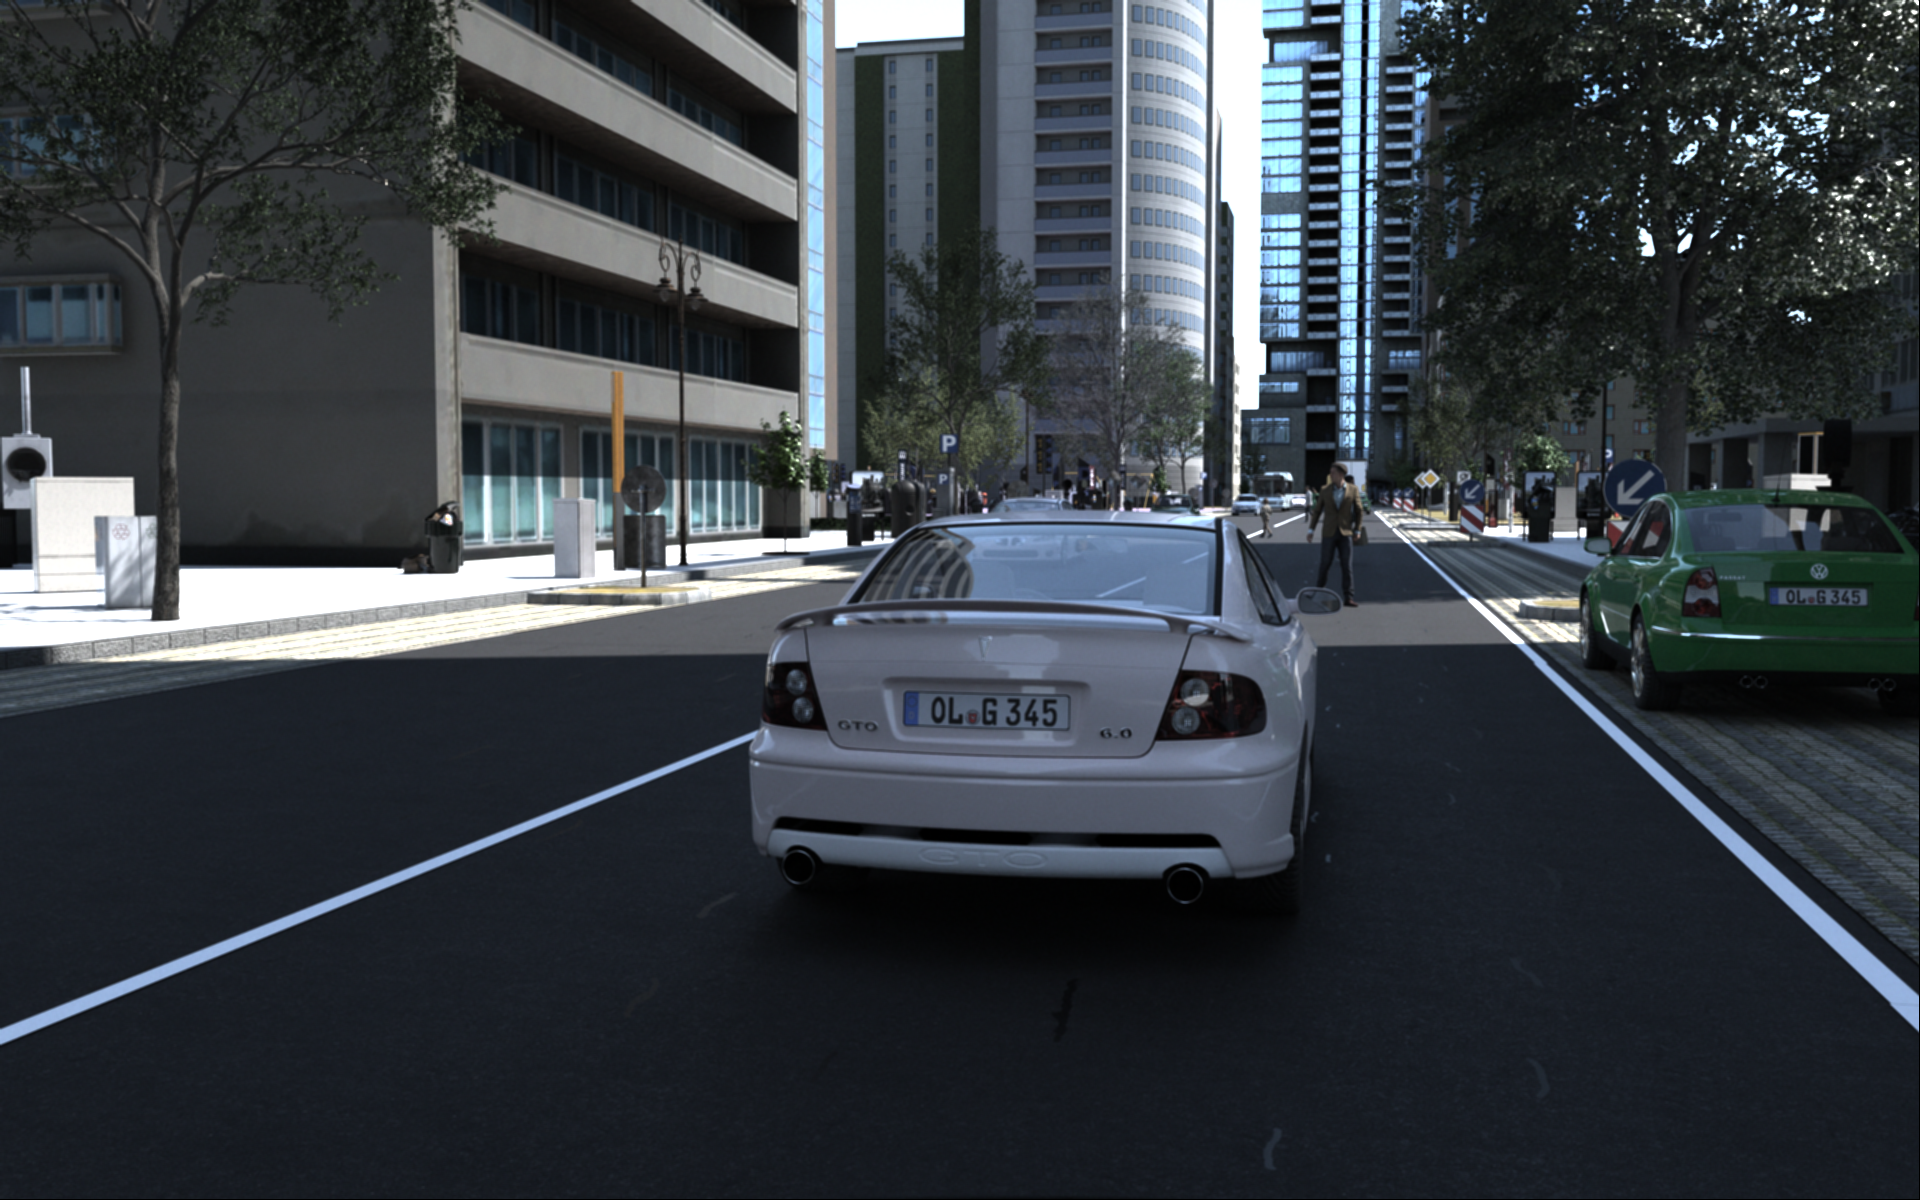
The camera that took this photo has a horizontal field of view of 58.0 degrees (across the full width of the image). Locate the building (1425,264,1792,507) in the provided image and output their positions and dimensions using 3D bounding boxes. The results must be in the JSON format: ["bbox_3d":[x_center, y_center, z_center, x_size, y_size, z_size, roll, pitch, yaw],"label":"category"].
[{"bbox_3d":[58.063,-19.266,160.039,27.650,21.520,28.899,1,4,13],"label":"building"}]

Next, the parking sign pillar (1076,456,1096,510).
[{"bbox_3d":[9.049,-8.276,123.789,1.447,3.967,1.447,1,4,17],"label":"parking sign pillar"}]

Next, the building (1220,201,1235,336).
[{"bbox_3d":[31.274,-34.335,244.968,14.086,41.232,14.154,1,4,13],"label":"building"}]

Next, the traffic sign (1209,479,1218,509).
[{"bbox_3d":[21.574,-9.017,147.537,0.768,2.556,0.104,1,4,13],"label":"traffic sign"}]

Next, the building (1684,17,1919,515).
[{"bbox_3d":[35.219,-21.294,40.035,32.217,40.220,23.993,1,4,13],"label":"building"}]

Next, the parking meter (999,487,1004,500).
[{"bbox_3d":[3.371,-8.157,139.085,0.255,1.863,0.399,-3,5,-39],"label":"parking meter"}]

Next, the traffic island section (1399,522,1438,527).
[{"bbox_3d":[20.435,-3.317,76.512,2.009,0.180,2.903,1,4,13],"label":"traffic island section"}]

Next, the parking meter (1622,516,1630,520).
[{"bbox_3d":[30.309,-4.302,78.746,0.372,1.533,0.369,0,3,0],"label":"parking meter"}]

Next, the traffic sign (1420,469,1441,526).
[{"bbox_3d":[18.632,-3.976,68.655,0.795,2.450,0.064,1,4,13],"label":"traffic sign"}]

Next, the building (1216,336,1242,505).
[{"bbox_3d":[19.579,-22.698,216.147,28.899,21.520,27.650,1,4,13],"label":"building"}]

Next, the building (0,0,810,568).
[{"bbox_3d":[-17.086,-25.531,41.141,21.300,48.544,21.600,1,4,13],"label":"building"}]

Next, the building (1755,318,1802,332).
[{"bbox_3d":[108.091,-21.423,195.307,28.899,21.520,27.650,1,4,13],"label":"building"}]

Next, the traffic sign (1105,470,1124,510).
[{"bbox_3d":[6.357,-4.148,71.469,0.795,2.450,0.064,1,4,13],"label":"traffic sign"}]

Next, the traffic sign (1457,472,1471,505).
[{"bbox_3d":[22.543,-4.612,77.532,0.606,2.300,0.079,1,4,16],"label":"traffic sign"}]

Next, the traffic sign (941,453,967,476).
[{"bbox_3d":[-0.237,-3.135,51.266,0.884,2.594,0.081,1,4,13],"label":"traffic sign"}]

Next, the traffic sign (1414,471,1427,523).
[{"bbox_3d":[20.410,-4.452,76.440,0.795,2.450,0.064,1,4,13],"label":"traffic sign"}]

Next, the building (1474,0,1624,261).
[{"bbox_3d":[65.054,-54.375,201.701,22.319,86.520,31.000,1,4,13],"label":"building"}]

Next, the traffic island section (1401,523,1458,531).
[{"bbox_3d":[18.657,-2.841,68.727,2.009,0.180,2.903,1,4,13],"label":"traffic island section"}]

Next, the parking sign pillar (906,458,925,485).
[{"bbox_3d":[-3.366,-8.762,131.737,1.447,3.967,1.447,1,4,22],"label":"parking sign pillar"}]

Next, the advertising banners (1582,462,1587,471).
[{"bbox_3d":[33.531,-6.015,94.537,0.090,3.025,2.074,-2,4,-26],"label":"advertising banners"}]

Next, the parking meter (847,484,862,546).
[{"bbox_3d":[-2.611,-2.101,42.757,0.372,1.533,0.369,0,3,0],"label":"parking meter"}]

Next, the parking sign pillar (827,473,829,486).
[{"bbox_3d":[-11.007,-9.083,136.972,1.447,3.967,1.447,-1,4,-14],"label":"parking sign pillar"}]

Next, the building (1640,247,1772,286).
[{"bbox_3d":[88.747,-26.618,206.905,14.107,30.474,14.160,1,4,13],"label":"building"}]

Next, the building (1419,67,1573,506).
[{"bbox_3d":[55.932,-32.523,181.858,14.600,45.320,14.200,1,4,13],"label":"building"}]

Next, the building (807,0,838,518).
[{"bbox_3d":[-13.644,-25.507,67.148,14.200,45.320,14.600,1,4,13],"label":"building"}]

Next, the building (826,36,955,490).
[{"bbox_3d":[-8.650,-41.720,224.127,28.212,58.520,21.231,1,4,13],"label":"building"}]

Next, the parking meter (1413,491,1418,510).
[{"bbox_3d":[36.783,-8.036,139.795,0.372,1.533,0.369,0,3,0],"label":"parking meter"}]

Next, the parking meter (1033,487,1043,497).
[{"bbox_3d":[2.987,-3.545,66.376,0.372,1.533,0.369,0,3,0],"label":"parking meter"}]

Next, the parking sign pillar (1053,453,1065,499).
[{"bbox_3d":[6.482,-7.656,113.655,1.447,3.967,1.447,1,4,20],"label":"parking sign pillar"}]

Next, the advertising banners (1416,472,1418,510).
[{"bbox_3d":[35.828,-8.545,135.901,0.090,3.025,2.074,1,4,19],"label":"advertising banners"}]

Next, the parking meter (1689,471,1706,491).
[{"bbox_3d":[18.883,-2.364,44.364,0.399,1.863,0.255,1,4,20],"label":"parking meter"}]

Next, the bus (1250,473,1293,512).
[{"bbox_3d":[26.154,-9.162,144.656,2.948,3.499,13.247,1,4,14],"label":"bus"}]

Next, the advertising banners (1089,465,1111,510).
[{"bbox_3d":[8.564,-6.717,106.011,2.074,3.025,0.090,-3,5,-45],"label":"advertising banners"}]

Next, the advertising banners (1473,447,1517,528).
[{"bbox_3d":[20.177,-4.244,65.576,0.090,3.025,2.074,-2,4,-27],"label":"advertising banners"}]

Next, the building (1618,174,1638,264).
[{"bbox_3d":[79.983,-37.571,237.980,21.600,48.544,21.300,1,4,13],"label":"building"}]

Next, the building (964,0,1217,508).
[{"bbox_3d":[13.262,-38.367,169.305,21.231,58.520,28.212,1,4,13],"label":"building"}]

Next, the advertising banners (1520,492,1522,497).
[{"bbox_3d":[37.260,-7.345,116.276,2.074,3.025,0.090,-2,4,-27],"label":"advertising banners"}]

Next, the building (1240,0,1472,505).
[{"bbox_3d":[54.261,-56.901,242.996,31.000,86.520,22.319,1,4,13],"label":"building"}]

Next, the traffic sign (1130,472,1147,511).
[{"bbox_3d":[8.135,-4.625,79.254,0.795,2.450,0.064,1,4,13],"label":"traffic sign"}]

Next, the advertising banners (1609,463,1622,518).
[{"bbox_3d":[35.349,-5.929,93.128,2.074,3.025,0.090,-3,5,-40],"label":"advertising banners"}]

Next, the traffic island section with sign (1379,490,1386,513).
[{"bbox_3d":[32.262,-7.318,128.277,1.989,1.847,2.006,1,4,13],"label":"traffic island section with sign"}]

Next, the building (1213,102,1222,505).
[{"bbox_3d":[21.117,-33.024,190.058,14.600,45.320,14.200,1,4,13],"label":"building"}]

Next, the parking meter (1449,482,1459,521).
[{"bbox_3d":[23.177,-4.621,81.270,0.399,1.863,0.255,-2,4,-29],"label":"parking meter"}]

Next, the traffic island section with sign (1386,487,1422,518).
[{"bbox_3d":[26.274,-5.710,101.993,1.989,1.847,2.006,1,4,13],"label":"traffic island section with sign"}]

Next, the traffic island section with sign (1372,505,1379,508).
[{"bbox_3d":[43.379,-10.290,176.868,1.989,1.847,2.006,1,4,13],"label":"traffic island section with sign"}]
